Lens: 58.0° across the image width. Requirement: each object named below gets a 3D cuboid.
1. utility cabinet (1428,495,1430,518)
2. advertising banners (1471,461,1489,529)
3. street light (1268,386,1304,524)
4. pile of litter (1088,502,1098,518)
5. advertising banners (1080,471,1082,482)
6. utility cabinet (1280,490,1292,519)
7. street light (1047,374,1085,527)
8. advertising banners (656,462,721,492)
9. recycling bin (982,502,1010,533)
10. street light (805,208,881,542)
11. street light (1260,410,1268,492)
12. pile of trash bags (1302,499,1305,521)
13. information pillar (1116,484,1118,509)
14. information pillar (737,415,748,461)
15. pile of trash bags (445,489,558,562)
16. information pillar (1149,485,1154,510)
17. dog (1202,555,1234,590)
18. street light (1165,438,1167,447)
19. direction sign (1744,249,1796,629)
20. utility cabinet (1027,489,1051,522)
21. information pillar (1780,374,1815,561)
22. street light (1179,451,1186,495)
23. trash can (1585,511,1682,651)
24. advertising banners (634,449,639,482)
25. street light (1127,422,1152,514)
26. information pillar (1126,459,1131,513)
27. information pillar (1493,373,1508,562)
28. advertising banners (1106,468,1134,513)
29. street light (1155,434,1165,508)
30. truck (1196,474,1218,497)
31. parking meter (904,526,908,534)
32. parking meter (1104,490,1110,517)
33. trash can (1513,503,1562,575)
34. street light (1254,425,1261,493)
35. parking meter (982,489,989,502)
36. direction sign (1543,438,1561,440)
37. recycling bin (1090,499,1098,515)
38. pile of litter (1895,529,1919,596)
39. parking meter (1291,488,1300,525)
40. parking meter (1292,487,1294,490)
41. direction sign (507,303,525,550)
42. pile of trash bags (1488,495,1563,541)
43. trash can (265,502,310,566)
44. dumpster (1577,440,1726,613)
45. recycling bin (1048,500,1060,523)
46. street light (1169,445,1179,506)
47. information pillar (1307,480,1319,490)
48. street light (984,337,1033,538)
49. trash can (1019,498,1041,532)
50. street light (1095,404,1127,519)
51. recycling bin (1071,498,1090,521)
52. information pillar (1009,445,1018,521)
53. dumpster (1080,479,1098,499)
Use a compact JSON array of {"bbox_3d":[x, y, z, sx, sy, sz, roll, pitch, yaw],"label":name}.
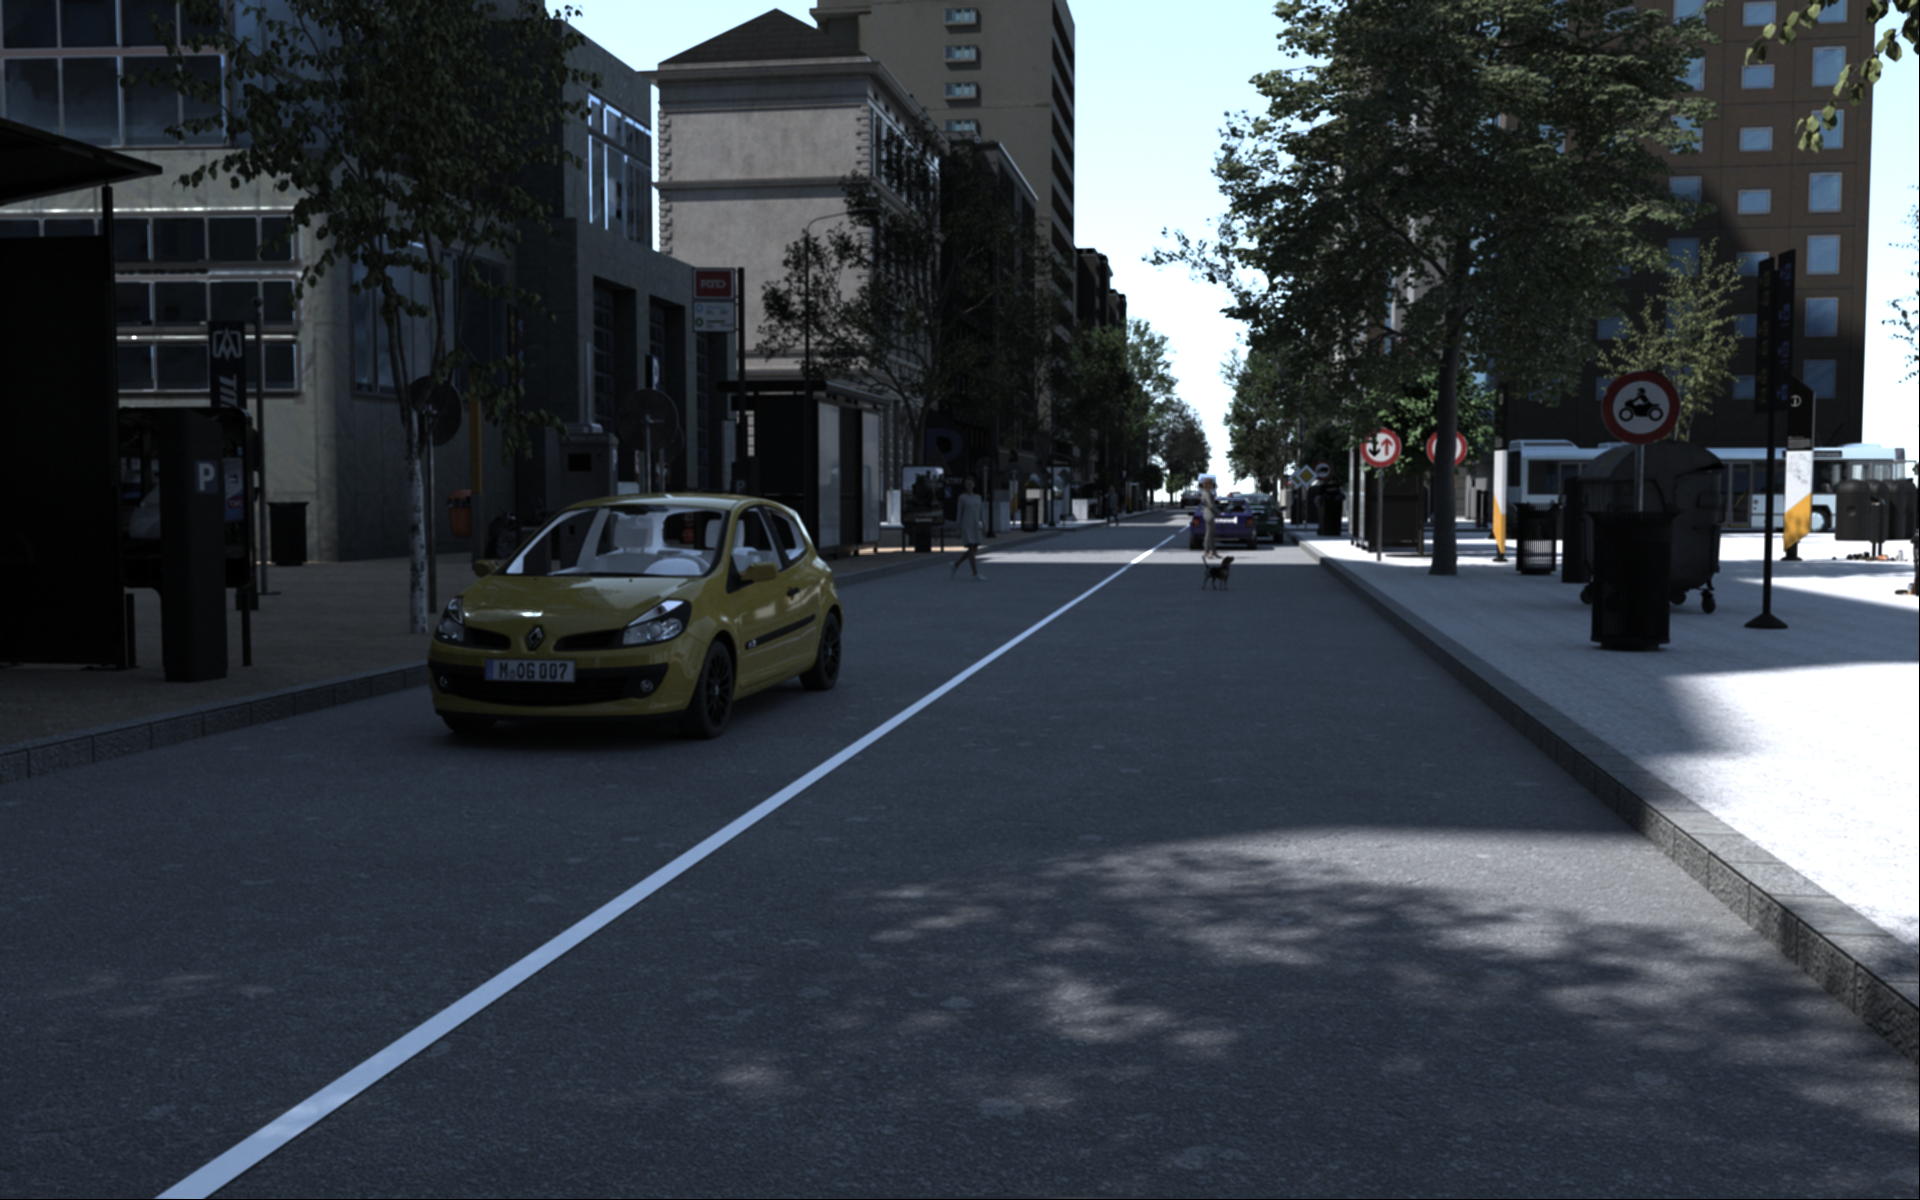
[{"bbox_3d":[25.798,-5.083,94.272,1.020,1.237,0.306,3,5,44],"label":"utility cabinet"},{"bbox_3d":[19.521,-4.215,65.110,0.090,3.025,2.074,0,4,-1],"label":"advertising banners"},{"bbox_3d":[14.035,-6.210,74.079,1.470,5.913,1.316,1,4,9],"label":"street light"},{"bbox_3d":[6.883,-4.770,91.947,1.176,0.858,1.719,-1,4,-14],"label":"pile of litter"},{"bbox_3d":[8.865,-8.140,129.269,0.090,3.025,2.074,1,4,16],"label":"advertising banners"},{"bbox_3d":[16.677,-4.862,88.174,0.318,1.500,1.173,2,4,33],"label":"utility cabinet"},{"bbox_3d":[4.124,-5.795,67.288,1.470,5.913,1.316,1,4,9],"label":"street light"},{"bbox_3d":[-6.941,-2.953,44.467,2.074,3.025,0.090,-2,4,-29],"label":"advertising banners"},{"bbox_3d":[1.195,-2.720,57.019,0.722,1.027,0.722,2,4,27],"label":"recycling bin"},{"bbox_3d":[-1.968,-3.412,28.321,1.470,5.913,1.316,1,4,9],"label":"street light"},{"bbox_3d":[17.485,-7.529,95.635,1.470,5.913,1.316,1,4,9],"label":"street light"},{"bbox_3d":[17.399,-4.403,81.742,3.447,1.369,1.912,1,4,13],"label":"pile of trash bags"},{"bbox_3d":[9.964,-6.493,110.656,0.304,2.012,0.304,0,4,4],"label":"information pillar"},{"bbox_3d":[-6.469,-3.659,51.178,0.504,3.616,0.183,2,4,24],"label":"information pillar"},{"bbox_3d":[-8.650,-1.489,34.102,1.912,1.369,3.447,2,4,33],"label":"pile of trash bags"},{"bbox_3d":[15.064,-8.047,136.057,0.304,2.012,0.304,1,4,21],"label":"information pillar"},{"bbox_3d":[3.867,-0.411,26.002,0.540,0.507,0.406,1,4,17],"label":"dog"},{"bbox_3d":[16.227,-10.396,142.515,1.470,5.913,1.316,1,4,9],"label":"street light"},{"bbox_3d":[7.748,-1.501,16.538,0.379,3.537,0.876,0,4,6],"label":"direction sign"},{"bbox_3d":[3.615,-4.275,78.577,1.173,1.500,0.318,0,4,-3],"label":"utility cabinet"},{"bbox_3d":[16.040,-2.555,33.123,0.183,3.616,0.504,-3,5,-44],"label":"information pillar"},{"bbox_3d":[23.169,-13.041,185.753,1.470,5.913,1.316,1,4,9],"label":"street light"},{"bbox_3d":[5.554,-0.164,14.328,0.748,1.137,0.748,0,3,0],"label":"trash can"},{"bbox_3d":[-7.366,-2.599,38.674,0.090,3.025,2.074,0,4,2],"label":"advertising banners"},{"bbox_3d":[11.436,-8.517,111.802,1.470,5.913,1.316,1,4,9],"label":"street light"},{"bbox_3d":[11.116,-7.512,114.170,0.183,3.616,0.504,3,5,44],"label":"information pillar"},{"bbox_3d":[10.225,-2.532,32.753,0.183,3.616,0.504,0,4,-2],"label":"information pillar"},{"bbox_3d":[10.527,-7.265,114.975,2.074,3.025,0.090,0,4,3],"label":"advertising banners"},{"bbox_3d":[14.874,-9.858,133.724,1.470,5.913,1.316,1,4,9],"label":"street light"},{"bbox_3d":[33.782,-15.041,235.681,2.967,4.110,18.799,1,4,9],"label":"truck"},{"bbox_3d":[-1.624,-3.087,56.183,0.399,1.863,0.255,1,4,18],"label":"parking meter"},{"bbox_3d":[8.075,-5.334,95.621,0.372,1.533,0.369,0,3,0],"label":"parking meter"},{"bbox_3d":[9.181,-0.974,27.580,0.748,1.137,0.748,0,3,0],"label":"trash can"},{"bbox_3d":[20.853,-8.847,117.187,1.470,5.913,1.316,1,4,9],"label":"street light"},{"bbox_3d":[1.341,-5.070,91.301,0.372,1.533,0.369,0,3,0],"label":"parking meter"},{"bbox_3d":[24.158,-4.819,70.784,0.379,3.537,0.876,-2,4,-29],"label":"direction sign"},{"bbox_3d":[7.110,-5.017,94.586,0.722,1.027,0.722,-2,4,-30],"label":"recycling bin"},{"bbox_3d":[12.436,-0.475,21.735,1.176,0.858,1.719,1,4,22],"label":"pile of litter"},{"bbox_3d":[14.085,-3.935,72.748,0.372,1.533,0.369,0,3,0],"label":"parking meter"},{"bbox_3d":[22.822,-6.860,117.876,0.399,1.863,0.255,-1,4,-15],"label":"parking meter"},{"bbox_3d":[-5.383,-1.777,21.053,0.379,3.537,0.876,0,4,-4],"label":"direction sign"},{"bbox_3d":[16.223,-2.343,48.065,1.912,1.369,3.447,-1,4,-15],"label":"pile of trash bags"},{"bbox_3d":[-12.005,-1.181,30.956,0.748,1.137,0.748,0,3,0],"label":"trash can"},{"bbox_3d":[7.714,-0.833,19.371,1.264,1.857,1.865,1,4,9],"label":"dumpster"},{"bbox_3d":[4.016,-3.893,76.197,0.722,1.027,0.722,0,4,0],"label":"recycling bin"},{"bbox_3d":[19.725,-11.723,164.213,1.470,5.913,1.316,1,4,9],"label":"street light"},{"bbox_3d":[20.157,-6.541,98.306,0.504,3.616,0.183,3,4,38],"label":"information pillar"},{"bbox_3d":[1.438,-4.776,50.627,1.470,5.913,1.316,1,4,9],"label":"street light"},{"bbox_3d":[2.365,-2.874,58.649,0.748,1.137,0.748,0,3,0],"label":"trash can"},{"bbox_3d":[7.749,-7.169,89.761,1.470,5.913,1.316,1,4,9],"label":"street light"},{"bbox_3d":[5.682,-4.241,81.889,0.722,1.027,0.722,0,4,4],"label":"recycling bin"},{"bbox_3d":[2.536,-5.537,81.878,0.183,3.616,0.504,-3,4,-38],"label":"information pillar"},{"bbox_3d":[8.427,-6.611,110.575,1.502,2.255,1.985,1,4,9],"label":"dumpster"}]
